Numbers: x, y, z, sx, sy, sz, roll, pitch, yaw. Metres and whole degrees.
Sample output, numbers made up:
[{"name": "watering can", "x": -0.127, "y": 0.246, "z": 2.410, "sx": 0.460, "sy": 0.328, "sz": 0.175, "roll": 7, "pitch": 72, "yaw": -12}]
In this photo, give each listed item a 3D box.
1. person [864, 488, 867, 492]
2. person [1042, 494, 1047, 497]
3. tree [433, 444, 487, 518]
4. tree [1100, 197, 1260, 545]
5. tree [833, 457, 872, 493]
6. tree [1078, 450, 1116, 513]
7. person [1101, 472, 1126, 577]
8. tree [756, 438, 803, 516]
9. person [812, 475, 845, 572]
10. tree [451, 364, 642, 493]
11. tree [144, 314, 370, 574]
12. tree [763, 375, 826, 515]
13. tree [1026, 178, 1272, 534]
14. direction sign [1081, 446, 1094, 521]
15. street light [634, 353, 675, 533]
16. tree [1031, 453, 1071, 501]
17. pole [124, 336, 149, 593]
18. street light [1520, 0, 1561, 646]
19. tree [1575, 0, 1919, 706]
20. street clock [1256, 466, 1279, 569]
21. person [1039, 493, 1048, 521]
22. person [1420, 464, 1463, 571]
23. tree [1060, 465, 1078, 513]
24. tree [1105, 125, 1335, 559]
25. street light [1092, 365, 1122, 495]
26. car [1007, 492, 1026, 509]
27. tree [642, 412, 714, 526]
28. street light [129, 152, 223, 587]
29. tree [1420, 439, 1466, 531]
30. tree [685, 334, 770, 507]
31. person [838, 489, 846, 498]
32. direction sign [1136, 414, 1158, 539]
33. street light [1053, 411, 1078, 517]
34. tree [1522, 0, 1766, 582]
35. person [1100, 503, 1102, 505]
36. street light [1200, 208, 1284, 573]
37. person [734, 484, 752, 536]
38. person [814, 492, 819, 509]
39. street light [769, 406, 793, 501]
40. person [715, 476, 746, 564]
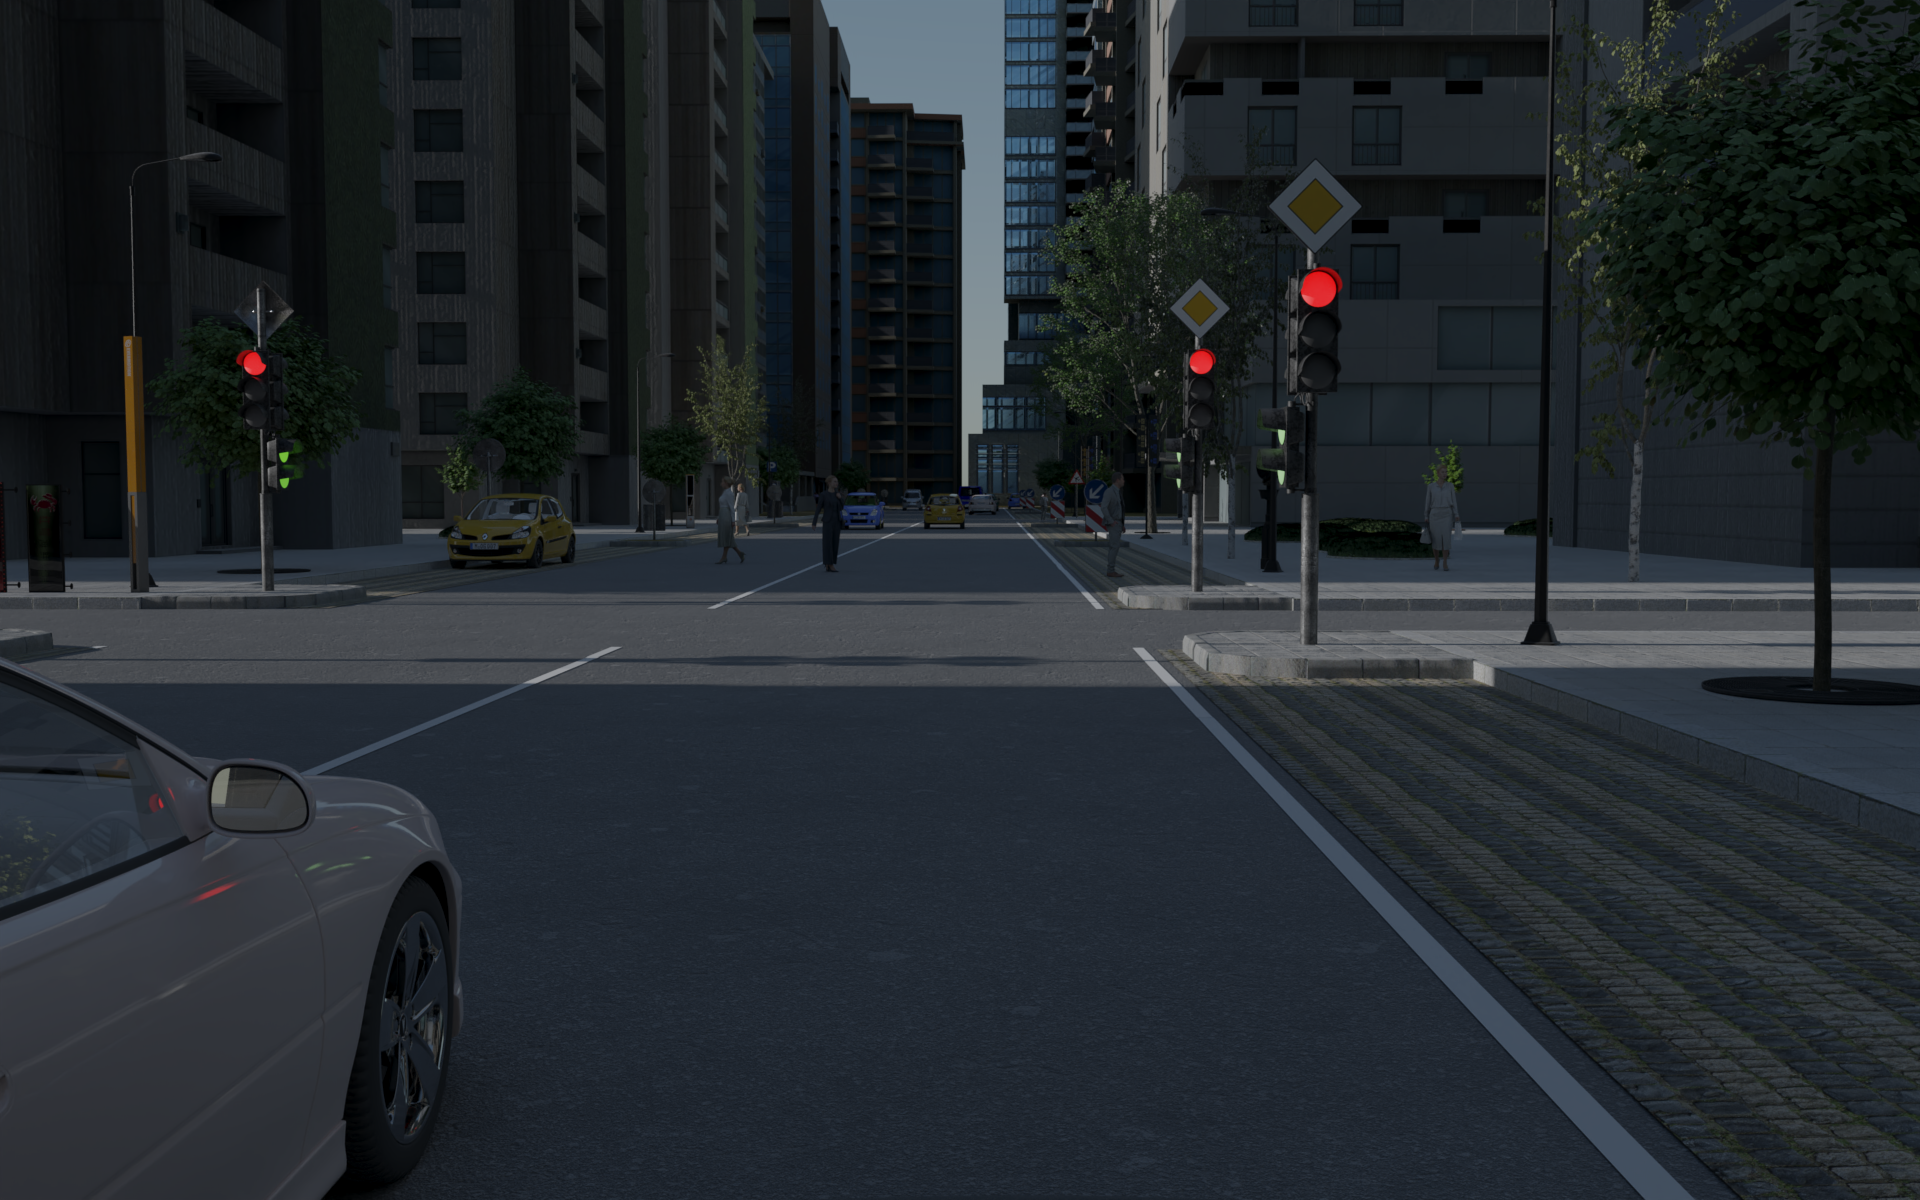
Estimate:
[{"name": "person", "x": -8.629, "y": -9.228, "z": 156.932, "sx": 0.705, "sy": 1.822, "sz": 1.348, "roll": 0, "pitch": 4, "yaw": -5}, {"name": "person", "x": 8.564, "y": -10.132, "z": 174.886, "sx": 0.628, "sy": 1.438, "sz": 0.799, "roll": 0, "pitch": 4, "yaw": -2}, {"name": "tree", "x": -16.511, "y": -3.851, "z": 57.557, "sx": 1.663, "sy": 3.219, "sz": 1.824, "roll": 0, "pitch": 3, "yaw": 0}, {"name": "tree", "x": 5.586, "y": -5.660, "z": 42.899, "sx": 4.737, "sy": 8.622, "sz": 4.395, "roll": 0, "pitch": 3, "yaw": 0}, {"name": "tree", "x": -9.274, "y": -10.077, "z": 148.472, "sx": 4.285, "sy": 4.588, "sz": 4.351, "roll": 0, "pitch": 3, "yaw": 0}, {"name": "tree", "x": 6.258, "y": -4.990, "z": 76.188, "sx": 1.663, "sy": 3.219, "sz": 1.824, "roll": 0, "pitch": 3, "yaw": 0}, {"name": "person", "x": 2.661, "y": -1.301, "z": 29.875, "sx": 0.391, "sy": 1.810, "sz": 0.635, "roll": 1, "pitch": 4, "yaw": 15}, {"name": "tree", "x": -10.789, "y": -7.179, "z": 101.087, "sx": 4.285, "sy": 4.588, "sz": 4.351, "roll": 0, "pitch": 3, "yaw": 0}, {"name": "person", "x": -2.413, "y": -1.402, "z": 31.847, "sx": 0.534, "sy": 1.772, "sz": 0.576, "roll": 2, "pitch": 4, "yaw": 35}, {"name": "tree", "x": -10.875, "y": -3.644, "z": 43.299, "sx": 4.285, "sy": 4.588, "sz": 4.351, "roll": 0, "pitch": 3, "yaw": 0}, {"name": "tree", "x": -11.497, "y": -2.733, "z": 28.399, "sx": 4.285, "sy": 4.588, "sz": 4.351, "roll": 0, "pitch": 3, "yaw": 0}, {"name": "tree", "x": -10.486, "y": -9.635, "z": 107.895, "sx": 4.360, "sy": 8.622, "sz": 3.978, "roll": 0, "pitch": 3, "yaw": 0}, {"name": "tree", "x": 6.282, "y": -7.987, "z": 56.351, "sx": 9.928, "sy": 11.665, "sz": 9.643, "roll": 0, "pitch": 3, "yaw": 0}, {"name": "direction sign", "x": 6.024, "y": -5.502, "z": 81.950, "sx": 0.379, "sy": 3.537, "sz": 0.876, "roll": 3, "pitch": 5, "yaw": 44}, {"name": "street light", "x": -10.089, "y": -5.185, "z": 57.321, "sx": 1.470, "sy": 5.913, "sz": 1.316, "roll": 0, "pitch": 4, "yaw": 1}, {"name": "tree", "x": 7.279, "y": -9.404, "z": 137.471, "sx": 4.285, "sy": 4.588, "sz": 4.351, "roll": 0, "pitch": 3, "yaw": 0}, {"name": "pole", "x": -10.706, "y": -1.753, "z": 22.512, "sx": 0.158, "sy": 3.312, "sz": 0.155, "roll": 0, "pitch": 3, "yaw": 0}, {"name": "street light", "x": 4.421, "y": -2.575, "z": 14.642, "sx": 1.470, "sy": 5.913, "sz": 1.316, "roll": 0, "pitch": 4, "yaw": 1}, {"name": "tree", "x": 5.651, "y": -1.675, "z": 11.105, "sx": 4.285, "sy": 4.588, "sz": 4.351, "roll": 0, "pitch": 3, "yaw": 0}, {"name": "street clock", "x": 5.249, "y": -1.522, "z": 29.453, "sx": 0.358, "sy": 2.002, "sz": 0.471, "roll": -1, "pitch": 4, "yaw": -23}, {"name": "person", "x": 4.388, "y": -4.886, "z": 90.983, "sx": 0.503, "sy": 1.515, "sz": 0.523, "roll": 0, "pitch": 4, "yaw": -7}, {"name": "person", "x": 8.115, "y": -1.387, "z": 29.081, "sx": 0.694, "sy": 1.780, "sz": 0.624, "roll": 2, "pitch": 4, "yaw": 29}, {"name": "tree", "x": 7.408, "y": -7.413, "z": 115.805, "sx": 1.663, "sy": 3.219, "sz": 1.824, "roll": 0, "pitch": 3, "yaw": 0}, {"name": "tree", "x": 5.125, "y": -5.118, "z": 34.041, "sx": 4.360, "sy": 8.622, "sz": 3.978, "roll": 0, "pitch": 3, "yaw": 0}, {"name": "street light", "x": 5.276, "y": -5.502, "z": 62.497, "sx": 1.470, "sy": 5.913, "sz": 1.316, "roll": 0, "pitch": 4, "yaw": 1}, {"name": "car", "x": 5.385, "y": -9.407, "z": 163.401, "sx": 1.945, "sy": 1.707, "sz": 3.694, "roll": 0, "pitch": 3, "yaw": 0}, {"name": "tree", "x": -11.503, "y": -5.242, "z": 69.421, "sx": 4.285, "sy": 4.588, "sz": 4.351, "roll": 0, "pitch": 3, "yaw": 0}, {"name": "street light", "x": -10.726, "y": -3.130, "z": 23.714, "sx": 1.470, "sy": 5.913, "sz": 1.316, "roll": 0, "pitch": 4, "yaw": 1}, {"name": "tree", "x": 17.290, "y": -4.049, "z": 60.799, "sx": 1.663, "sy": 3.219, "sz": 1.824, "roll": 0, "pitch": 3, "yaw": 0}, {"name": "tree", "x": -10.426, "y": -7.877, "z": 79.151, "sx": 4.737, "sy": 8.622, "sz": 4.395, "roll": 0, "pitch": 3, "yaw": 0}, {"name": "person", "x": -10.001, "y": -8.339, "z": 143.102, "sx": 1.217, "sy": 1.736, "sz": 0.721, "roll": 1, "pitch": 4, "yaw": 11}, {"name": "direction sign", "x": 5.339, "y": -3.516, "z": 49.478, "sx": 0.876, "sy": 3.537, "sz": 0.379, "roll": -3, "pitch": 5, "yaw": -43}, {"name": "street light", "x": 5.940, "y": -7.641, "z": 97.469, "sx": 1.470, "sy": 5.913, "sz": 1.316, "roll": 0, "pitch": 4, "yaw": 1}, {"name": "tree", "x": 10.057, "y": -4.575, "z": 25.169, "sx": 4.737, "sy": 8.622, "sz": 4.395, "roll": 0, "pitch": 3, "yaw": 0}, {"name": "person", "x": 9.048, "y": -6.413, "z": 110.902, "sx": 0.705, "sy": 1.824, "sz": 1.348, "roll": 0, "pitch": 4, "yaw": 4}, {"name": "street light", "x": 4.595, "y": -3.409, "z": 28.273, "sx": 1.470, "sy": 5.913, "sz": 1.316, "roll": 0, "pitch": 4, "yaw": 1}, {"name": "person", "x": -7.423, "y": -3.054, "z": 58.780, "sx": 0.694, "sy": 1.780, "sz": 0.624, "roll": -3, "pitch": 4, "yaw": -38}, {"name": "person", "x": -10.975, "y": -7.553, "z": 132.764, "sx": 0.421, "sy": 1.427, "sz": 0.697, "roll": -2, "pitch": 4, "yaw": -34}, {"name": "street light", "x": -9.465, "y": -7.241, "z": 90.929, "sx": 1.470, "sy": 5.913, "sz": 1.316, "roll": 0, "pitch": 4, "yaw": 1}, {"name": "person", "x": -4.709, "y": -1.637, "z": 35.485, "sx": 0.641, "sy": 1.798, "sz": 0.478, "roll": 0, "pitch": 4, "yaw": -5}]
